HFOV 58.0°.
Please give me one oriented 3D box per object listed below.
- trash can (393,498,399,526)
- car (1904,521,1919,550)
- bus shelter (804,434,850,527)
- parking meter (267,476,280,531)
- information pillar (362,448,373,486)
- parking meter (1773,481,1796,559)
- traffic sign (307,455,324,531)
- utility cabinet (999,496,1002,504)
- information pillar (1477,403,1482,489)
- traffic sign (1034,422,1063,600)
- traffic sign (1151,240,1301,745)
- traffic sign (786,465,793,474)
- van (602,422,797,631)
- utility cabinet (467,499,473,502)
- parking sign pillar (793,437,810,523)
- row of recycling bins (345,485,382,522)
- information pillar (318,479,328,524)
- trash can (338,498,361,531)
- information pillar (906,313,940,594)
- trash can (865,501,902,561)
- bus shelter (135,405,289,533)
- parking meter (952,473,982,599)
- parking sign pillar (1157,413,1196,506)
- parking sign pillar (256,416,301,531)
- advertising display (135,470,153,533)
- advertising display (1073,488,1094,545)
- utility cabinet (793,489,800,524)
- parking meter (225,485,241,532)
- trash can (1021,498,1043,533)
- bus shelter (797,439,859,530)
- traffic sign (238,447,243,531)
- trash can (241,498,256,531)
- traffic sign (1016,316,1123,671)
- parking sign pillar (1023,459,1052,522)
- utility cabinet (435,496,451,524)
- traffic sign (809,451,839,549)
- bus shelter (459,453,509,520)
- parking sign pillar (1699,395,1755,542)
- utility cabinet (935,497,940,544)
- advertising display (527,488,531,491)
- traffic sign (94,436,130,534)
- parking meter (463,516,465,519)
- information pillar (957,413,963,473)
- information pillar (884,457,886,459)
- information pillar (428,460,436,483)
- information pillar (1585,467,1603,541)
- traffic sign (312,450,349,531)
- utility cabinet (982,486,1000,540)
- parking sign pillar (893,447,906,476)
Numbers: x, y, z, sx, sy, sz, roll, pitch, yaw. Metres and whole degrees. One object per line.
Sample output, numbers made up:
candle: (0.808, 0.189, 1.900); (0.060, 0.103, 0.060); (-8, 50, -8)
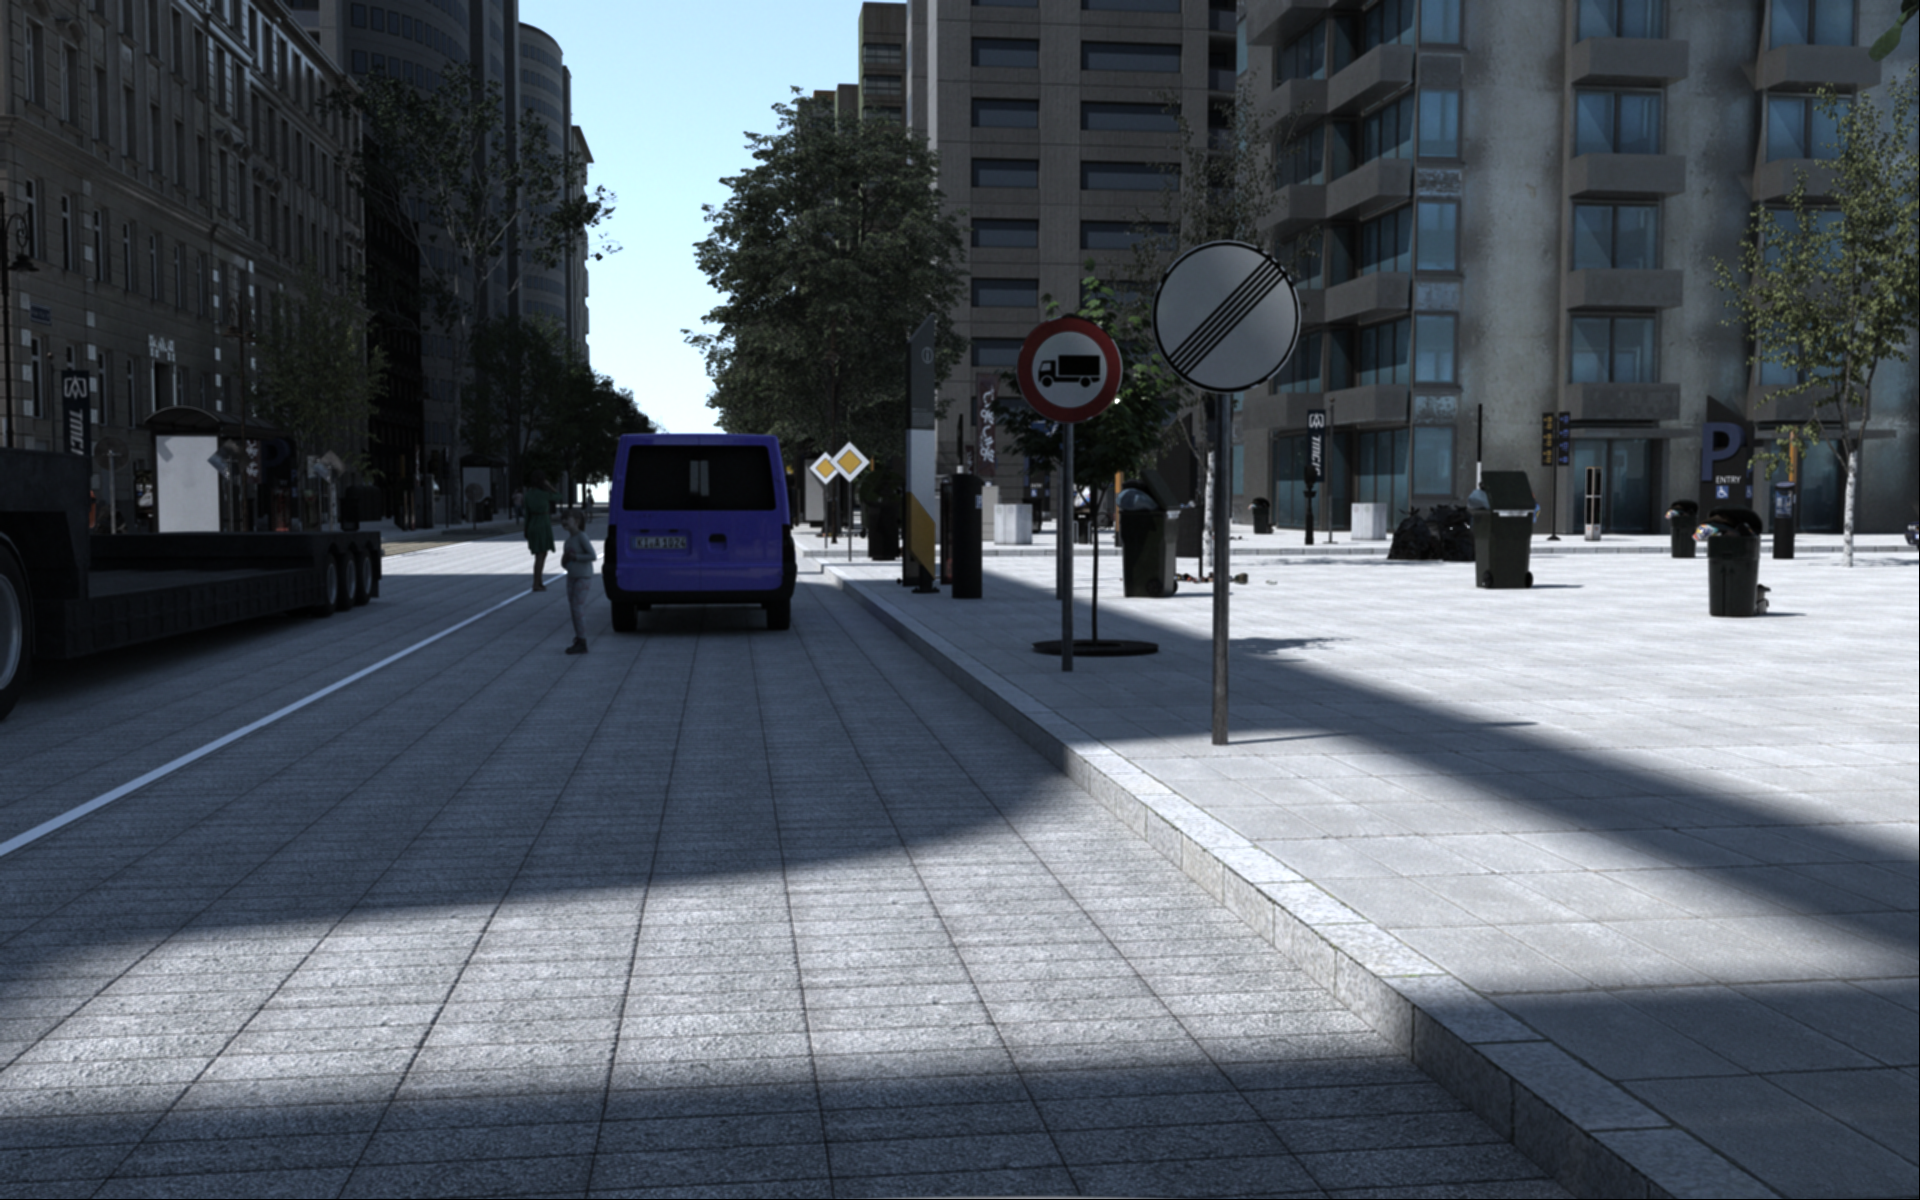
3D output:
trash can: (-22.383, -3.536, 69.467); (0.748, 1.137, 0.748); (0, 3, 0)
car: (24.606, -1.742, 41.063); (3.894, 1.354, 1.945); (-1, 4, -8)
bus shelter: (-5.450, -4.867, 70.866); (1.731, 3.624, 6.357); (0, 4, -8)
parking meter: (-22.853, -3.180, 57.701); (0.255, 1.863, 0.399); (1, 4, 11)
information pillar: (-29.755, -5.847, 86.958); (0.504, 3.616, 0.183); (-1, 4, -10)
parking meter: (16.296, -1.579, 34.235); (0.372, 1.533, 0.369); (0, 3, 0)
traffic sign: (-16.746, -2.642, 45.321); (0.606, 2.300, 0.079); (0, 4, -6)
utility cabinet: (1.144, -3.430, 67.236); (1.020, 1.237, 0.306); (-2, 4, -35)
information pillar: (13.494, -3.284, 45.047); (0.183, 3.616, 0.504); (1, 4, 15)
traffic sign: (1.212, -1.276, 20.974); (0.768, 2.556, 0.104); (0, 4, 1)
traffic sign: (1.332, -0.532, 8.800); (0.768, 2.556, 0.104); (0, 4, -6)
traffic sign: (-11.910, -7.309, 113.368); (2.265, 3.308, 0.079); (0, 4, 1)
van: (-2.934, -0.944, 19.812); (2.240, 2.365, 5.245); (0, 4, -8)
utility cabinet: (-23.430, -4.395, 83.020); (0.306, 1.237, 1.020); (-1, 4, -12)
parking sign pillar: (-7.114, -5.424, 77.148); (1.447, 3.967, 1.447); (-1, 4, -15)
row of recycling bins: (-28.144, -4.572, 81.861); (1.069, 1.692, 3.534); (0, 4, -2)
information pillar: (-27.720, -4.334, 75.356); (0.304, 2.012, 0.304); (1, 4, 8)
trash can: (-20.812, -2.900, 59.067); (0.748, 1.137, 0.748); (0, 3, 0)
information pillar: (-0.497, -1.895, 22.335); (0.183, 3.616, 0.504); (3, 5, 40)
trash can: (-1.475, -1.335, 33.485); (0.748, 1.137, 0.748); (0, 3, 0)
bus shelter: (-18.121, -2.959, 42.305); (2.014, 3.302, 5.546); (0, 4, -7)
parking meter: (0.087, -0.790, 21.328); (0.372, 1.533, 0.369); (0, 3, 0)
parking sign pillar: (7.222, -4.244, 57.869); (1.447, 3.967, 1.447); (3, 4, 39)
parking sign pillar: (-23.453, -4.343, 59.484); (1.447, 3.967, 1.447); (1, 4, 11)
advertising display: (-21.590, -2.524, 46.483); (0.974, 1.923, 0.123); (-1, 4, -13)
advertising display: (3.162, -2.395, 44.376); (0.123, 1.923, 0.974); (-2, 4, -24)
utility cabinet: (-7.073, -3.925, 72.859); (0.318, 1.500, 1.173); (1, 4, 14)
parking meter: (-19.548, -2.336, 46.603); (0.372, 1.533, 0.369); (0, 3, 0)
trash can: (2.364, -2.767, 56.900); (0.748, 1.137, 0.748); (0, 3, 0)
bus shelter: (-4.889, -4.282, 63.939); (2.014, 3.302, 5.546); (0, 4, -8)
traffic sign: (-19.622, -2.879, 47.180); (0.768, 2.556, 0.104); (0, 4, 2)
trash can: (-23.335, -2.738, 56.418); (0.748, 1.137, 0.748); (0, 3, 0)
traffic sign: (0.779, -0.757, 12.483); (0.768, 2.556, 0.104); (0, 4, -5)
parking sign pillar: (3.587, -5.660, 81.017); (1.447, 3.967, 1.447); (3, 5, 42)
utility cabinet: (-21.953, -3.849, 74.090); (1.020, 1.237, 0.306); (-2, 4, -24)
traffic sign: (-3.155, -2.268, 40.720); (0.795, 2.450, 0.064); (0, 4, -8)
bus shelter: (-24.479, -5.804, 88.816); (2.014, 3.302, 5.546); (0, 4, -8)
parking sign pillar: (20.738, -3.570, 46.846); (1.447, 3.967, 1.447); (-3, 4, -37)
utility cabinet: (-0.913, -2.010, 44.030); (1.020, 1.237, 0.306); (-2, 4, -33)
advertising display: (-26.729, -6.345, 108.957); (0.974, 1.923, 0.123); (-3, 5, -41)
traffic sign: (-18.605, -2.319, 38.019); (0.768, 2.556, 0.104); (0, 4, -4)
parking meter: (-25.891, -4.984, 89.903); (0.372, 1.533, 0.369); (0, 3, 0)
information pillar: (0.004, -3.623, 50.594); (0.183, 3.616, 0.504); (-1, 4, -10)
information pillar: (-4.824, -7.264, 110.126); (0.183, 3.616, 0.504); (1, 4, 14)
information pillar: (-32.591, -7.068, 106.915); (0.504, 3.616, 0.183); (1, 4, 13)
information pillar: (17.286, -2.616, 47.258); (0.304, 2.012, 0.304); (-1, 4, -20)
traffic sign: (-14.253, -2.178, 39.253); (0.795, 2.450, 0.064); (0, 4, -8)
utility cabinet: (0.480, -2.362, 47.289); (1.173, 1.500, 0.318); (1, 4, 9)
parking sign pillar: (-1.941, -4.695, 65.243); (1.447, 3.967, 1.447); (3, 5, 44)
